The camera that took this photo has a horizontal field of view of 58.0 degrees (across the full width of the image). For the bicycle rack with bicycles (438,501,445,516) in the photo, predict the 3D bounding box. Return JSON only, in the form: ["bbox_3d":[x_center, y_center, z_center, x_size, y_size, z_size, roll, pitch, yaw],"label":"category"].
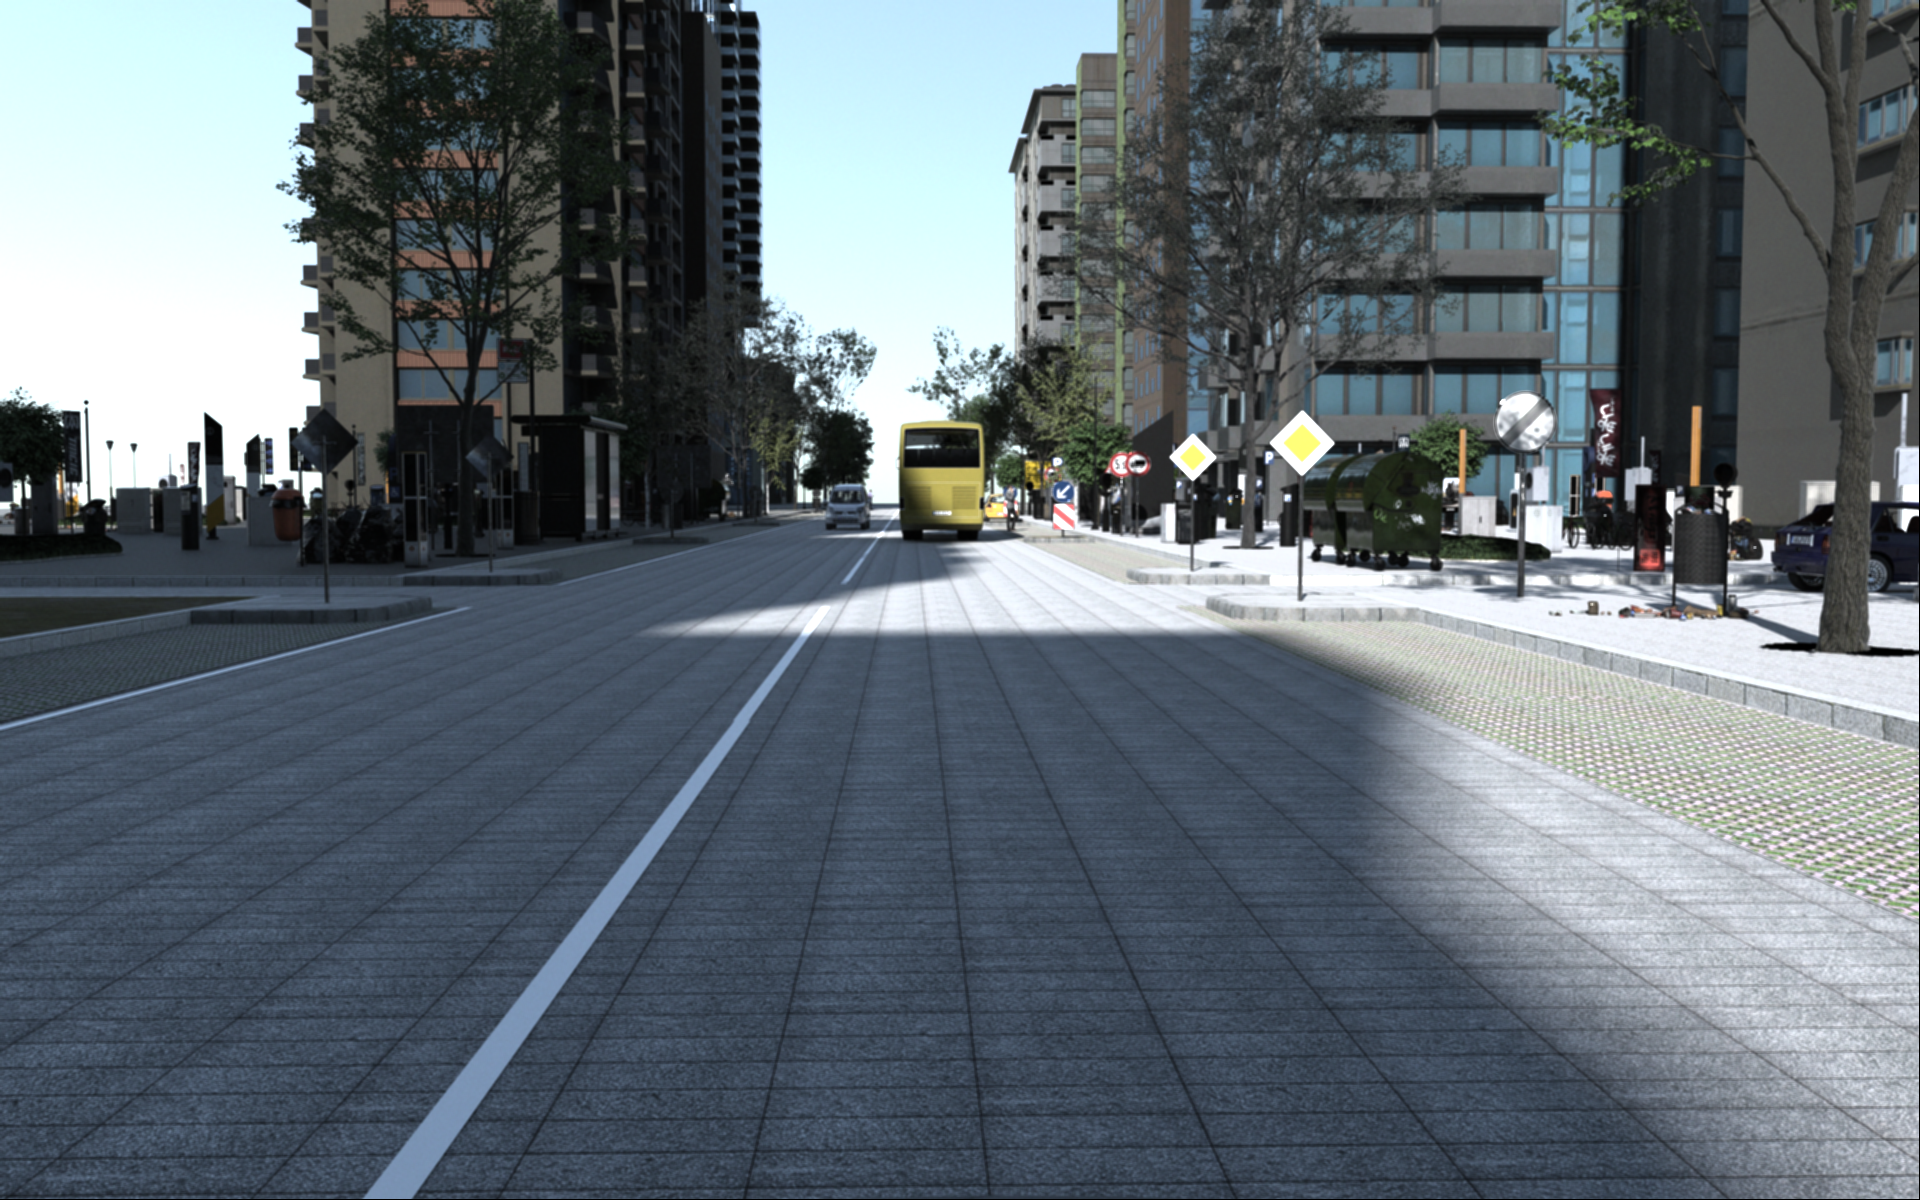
[{"bbox_3d":[-27.426,-4.637,89.189,2.852,0.926,2.925,2,4,33],"label":"bicycle rack with bicycles"}]

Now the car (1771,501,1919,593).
[{"bbox_3d":[13.963,-0.762,25.034,3.894,1.354,1.945,0,4,-3],"label":"car"}]

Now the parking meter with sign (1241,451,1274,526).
[{"bbox_3d":[12.016,-4.564,70.890,0.543,3.016,1.738,-2,4,-35],"label":"parking meter with sign"}]

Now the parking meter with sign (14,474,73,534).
[{"bbox_3d":[-29.402,-3.627,55.567,1.738,3.016,0.543,0,4,-8],"label":"parking meter with sign"}]

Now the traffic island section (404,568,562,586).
[{"bbox_3d":[-7.719,-0.376,28.430,2.009,0.180,2.903,0,4,-2],"label":"traffic island section"}]

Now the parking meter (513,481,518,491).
[{"bbox_3d":[-20.055,-4.416,77.917,0.399,1.863,0.255,-2,4,-32],"label":"parking meter"}]

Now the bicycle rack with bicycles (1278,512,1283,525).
[{"bbox_3d":[13.028,-3.102,64.101,2.925,0.926,2.852,3,5,40],"label":"bicycle rack with bicycles"}]

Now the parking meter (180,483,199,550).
[{"bbox_3d":[-17.791,-1.932,39.997,0.372,1.533,0.369,0,3,0],"label":"parking meter"}]

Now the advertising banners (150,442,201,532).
[{"bbox_3d":[-26.278,-3.784,58.054,2.074,3.025,0.090,1,4,17],"label":"advertising banners"}]

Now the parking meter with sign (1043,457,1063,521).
[{"bbox_3d":[4.419,-5.321,83.258,0.543,3.016,1.738,-1,4,-14],"label":"parking meter with sign"}]

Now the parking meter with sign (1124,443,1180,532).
[{"bbox_3d":[6.526,-3.862,59.407,1.738,3.016,0.543,-1,4,-12],"label":"parking meter with sign"}]

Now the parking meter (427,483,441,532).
[{"bbox_3d":[-18.014,-3.264,59.082,0.255,1.863,0.399,0,4,8],"label":"parking meter"}]

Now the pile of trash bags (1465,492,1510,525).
[{"bbox_3d":[21.336,-3.750,71.070,1.912,1.369,3.447,2,4,34],"label":"pile of trash bags"}]

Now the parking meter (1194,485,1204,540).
[{"bbox_3d":[6.597,-2.431,48.154,0.372,1.533,0.369,0,3,0],"label":"parking meter"}]

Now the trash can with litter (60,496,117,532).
[{"bbox_3d":[-29.313,-2.960,59.453,1.678,1.210,2.233,0,4,6],"label":"trash can with litter"}]

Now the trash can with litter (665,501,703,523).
[{"bbox_3d":[-12.558,-4.033,76.994,2.233,1.210,1.678,1,4,17],"label":"trash can with litter"}]

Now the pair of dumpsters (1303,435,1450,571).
[{"bbox_3d":[7.325,-1.726,30.710,1.574,2.255,4.437,0,4,-1],"label":"pair of dumpsters"}]

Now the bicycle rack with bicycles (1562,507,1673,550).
[{"bbox_3d":[15.368,-1.658,40.497,2.852,0.926,2.925,0,4,4],"label":"bicycle rack with bicycles"}]

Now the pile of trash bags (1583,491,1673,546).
[{"bbox_3d":[16.864,-2.106,44.190,1.912,1.369,3.447,0,4,1],"label":"pile of trash bags"}]

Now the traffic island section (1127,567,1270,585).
[{"bbox_3d":[3.868,-0.396,28.752,2.009,0.180,2.903,0,4,-2],"label":"traffic island section"}]

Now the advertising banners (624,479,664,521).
[{"bbox_3d":[-14.913,-5.228,81.671,2.074,3.025,0.090,-1,4,-21],"label":"advertising banners"}]

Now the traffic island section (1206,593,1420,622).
[{"bbox_3d":[4.095,0.092,20.770,2.009,0.180,2.903,0,4,-2],"label":"traffic island section"}]

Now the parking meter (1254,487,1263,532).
[{"bbox_3d":[9.962,-3.033,57.995,0.372,1.533,0.369,0,3,0],"label":"parking meter"}]

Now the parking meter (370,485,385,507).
[{"bbox_3d":[-15.951,-2.387,47.437,0.372,1.533,0.369,0,3,0],"label":"parking meter"}]

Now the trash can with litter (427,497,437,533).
[{"bbox_3d":[-17.449,-2.796,57.103,0.624,1.170,1.055,-2,4,-28],"label":"trash can with litter"}]

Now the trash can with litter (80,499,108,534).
[{"bbox_3d":[-21.128,-1.863,41.853,1.055,1.170,0.624,2,4,23],"label":"trash can with litter"}]

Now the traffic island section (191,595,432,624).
[{"bbox_3d":[-7.492,0.112,20.448,2.009,0.180,2.903,0,4,-2],"label":"traffic island section"}]

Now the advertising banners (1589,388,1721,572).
[{"bbox_3d":[11.442,-1.982,28.586,2.074,3.025,0.090,1,4,12],"label":"advertising banners"}]

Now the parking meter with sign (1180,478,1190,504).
[{"bbox_3d":[10.307,-5.104,79.717,0.543,3.016,1.738,3,5,44],"label":"parking meter with sign"}]

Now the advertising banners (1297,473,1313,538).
[{"bbox_3d":[10.269,-3.303,50.194,0.090,3.025,2.074,-1,4,-21],"label":"advertising banners"}]

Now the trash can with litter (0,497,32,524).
[{"bbox_3d":[-41.085,-3.940,75.485,2.233,1.210,1.678,-2,4,-34],"label":"trash can with litter"}]

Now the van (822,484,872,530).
[{"bbox_3d":[-4.573,-3.901,70.790,2.013,2.044,4.112,0,4,0],"label":"van"}]

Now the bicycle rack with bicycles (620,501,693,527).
[{"bbox_3d":[-12.501,-3.415,69.209,2.925,0.926,2.852,2,4,33],"label":"bicycle rack with bicycles"}]

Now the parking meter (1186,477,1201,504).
[{"bbox_3d":[7.331,-2.954,54.015,0.255,1.863,0.399,-1,4,-12],"label":"parking meter"}]

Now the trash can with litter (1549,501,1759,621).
[{"bbox_3d":[7.382,-0.442,18.293,2.233,1.210,1.678,1,4,13],"label":"trash can with litter"}]

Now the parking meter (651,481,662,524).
[{"bbox_3d":[-13.222,-4.266,75.462,0.399,1.863,0.255,1,4,11],"label":"parking meter"}]

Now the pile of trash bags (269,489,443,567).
[{"bbox_3d":[-11.474,-1.366,32.086,1.912,1.369,3.447,1,4,17],"label":"pile of trash bags"}]

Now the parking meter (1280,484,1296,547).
[{"bbox_3d":[8.003,-2.071,42.265,0.372,1.533,0.369,0,3,0],"label":"parking meter"}]

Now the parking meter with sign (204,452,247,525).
[{"bbox_3d":[-30.511,-4.632,71.997,1.738,3.016,0.543,-1,4,-13],"label":"parking meter with sign"}]

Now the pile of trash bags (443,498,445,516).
[{"bbox_3d":[-28.953,-5.243,95.471,1.912,1.369,3.447,-1,4,-11],"label":"pile of trash bags"}]

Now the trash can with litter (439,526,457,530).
[{"bbox_3d":[-18.973,-3.076,61.348,2.233,1.210,1.678,-1,4,-15],"label":"trash can with litter"}]

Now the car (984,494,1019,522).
[{"bbox_3d":[2.051,-4.796,88.639,2.015,1.641,3.980,0,4,-2],"label":"car"}]

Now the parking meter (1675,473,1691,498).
[{"bbox_3d":[19.976,-2.578,47.865,0.255,1.863,0.399,-2,4,-29],"label":"parking meter"}]

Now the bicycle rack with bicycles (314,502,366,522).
[{"bbox_3d":[-27.448,-3.918,77.443,2.925,0.926,2.852,-3,5,-43],"label":"bicycle rack with bicycles"}]

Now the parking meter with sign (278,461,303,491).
[{"bbox_3d":[-35.121,-5.745,90.191,0.543,3.016,1.738,2,4,34],"label":"parking meter with sign"}]

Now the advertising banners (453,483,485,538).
[{"bbox_3d":[-14.667,-3.383,51.494,0.090,3.025,2.074,-3,5,-42],"label":"advertising banners"}]

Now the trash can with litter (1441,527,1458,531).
[{"bbox_3d":[16.666,-3.031,60.618,1.678,1.210,2.233,-1,4,-18],"label":"trash can with litter"}]

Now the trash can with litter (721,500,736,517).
[{"bbox_3d":[-12.952,-5.167,95.871,1.055,1.170,0.624,-3,4,-36],"label":"trash can with litter"}]

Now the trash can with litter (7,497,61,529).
[{"bbox_3d":[-33.818,-3.268,64.495,2.233,1.210,1.678,1,4,12],"label":"trash can with litter"}]
